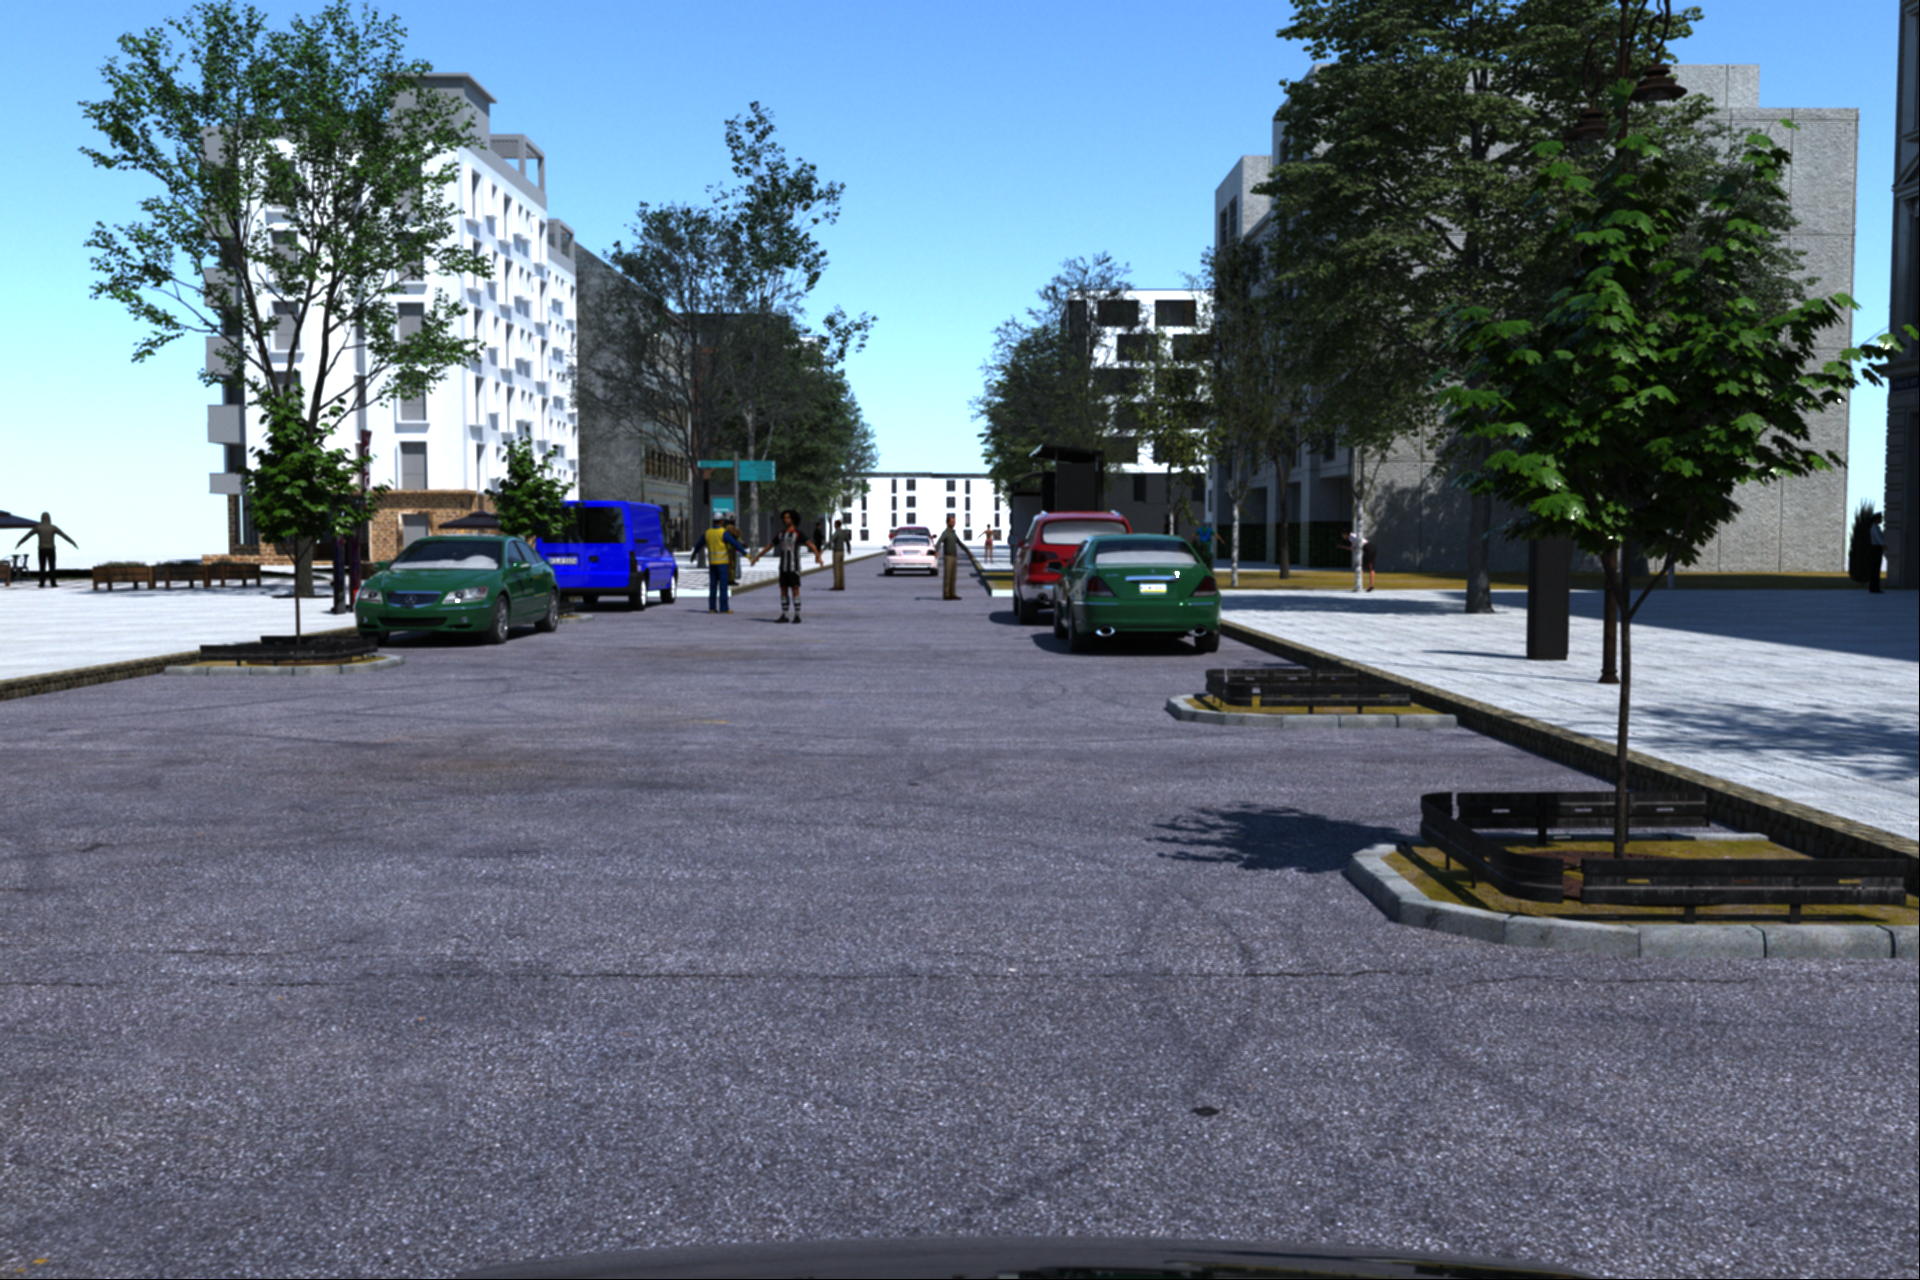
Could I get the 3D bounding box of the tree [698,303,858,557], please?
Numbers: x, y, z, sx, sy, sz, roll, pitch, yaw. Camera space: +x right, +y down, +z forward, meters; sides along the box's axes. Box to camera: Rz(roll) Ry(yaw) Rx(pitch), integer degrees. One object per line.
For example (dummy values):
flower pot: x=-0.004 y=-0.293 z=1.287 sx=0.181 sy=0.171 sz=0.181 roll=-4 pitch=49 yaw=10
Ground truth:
tree: x=-9.994 y=-11.545 z=95.421 sx=9.857 sy=13.997 sz=8.962 roll=0 pitch=3 yaw=0

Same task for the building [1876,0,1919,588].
building: x=27.372 y=-11.944 z=31.441 sx=11.583 sy=22.565 sz=21.152 roll=0 pitch=4 yaw=0

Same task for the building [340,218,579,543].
building: x=-28.599 y=-14.541 z=94.170 sx=16.016 sy=20.090 sz=11.380 roll=0 pitch=4 yaw=0

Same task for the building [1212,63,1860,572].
building: x=21.603 y=-12.691 z=73.955 sx=16.747 sy=18.905 sz=31.486 roll=0 pitch=4 yaw=0

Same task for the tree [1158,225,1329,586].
tree: x=6.498 y=-5.621 z=42.258 sx=4.360 sy=8.622 sz=3.978 roll=0 pitch=3 yaw=0

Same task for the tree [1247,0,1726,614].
tree: x=8.085 y=-6.683 z=27.402 sx=7.486 sy=12.596 sz=7.792 roll=0 pitch=3 yaw=0

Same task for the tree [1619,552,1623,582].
tree: x=17.675 y=-5.821 z=45.539 sx=4.737 sy=8.622 sz=4.395 roll=0 pitch=3 yaw=0

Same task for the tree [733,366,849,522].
tree: x=-10.833 y=-11.489 z=105.979 sx=7.486 sy=12.596 sz=7.792 roll=0 pitch=3 yaw=0

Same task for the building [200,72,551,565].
building: x=-25.137 y=-13.215 z=72.488 sx=16.016 sy=20.090 sz=11.380 roll=0 pitch=4 yaw=0

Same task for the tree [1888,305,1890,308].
tree: x=26.283 y=-5.797 z=45.137 sx=4.737 sy=8.622 sz=4.395 roll=0 pitch=3 yaw=0

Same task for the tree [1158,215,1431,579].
tree: x=9.441 y=-7.033 z=49.405 sx=8.767 sy=10.594 sz=7.601 roll=2 pitch=4 yaw=27

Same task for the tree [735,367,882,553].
tree: x=-10.288 y=-12.634 z=116.934 sx=12.009 sy=13.543 sz=11.850 roll=0 pitch=3 yaw=0

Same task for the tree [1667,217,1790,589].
tree: x=16.662 y=-5.523 z=40.668 sx=4.360 sy=8.622 sz=3.978 roll=0 pitch=3 yaw=0

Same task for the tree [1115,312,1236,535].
tree: x=7.368 y=-6.599 z=58.264 sx=4.737 sy=8.622 sz=4.395 roll=0 pitch=3 yaw=0

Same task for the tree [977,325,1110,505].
tree: x=4.504 y=-10.789 z=94.521 sx=7.486 sy=12.596 sz=7.792 roll=0 pitch=3 yaw=0

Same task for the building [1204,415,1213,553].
building: x=21.509 y=-10.096 z=107.218 sx=9.099 sy=9.664 sz=28.070 roll=0 pitch=4 yaw=0

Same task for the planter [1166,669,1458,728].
planter: x=2.679 y=0.450 z=13.778 sx=1.991 sy=0.319 sz=1.994 roll=0 pitch=4 yaw=0

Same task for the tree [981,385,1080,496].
tree: x=5.294 y=-11.682 z=116.749 sx=9.928 sy=11.665 sz=9.643 roll=0 pitch=3 yaw=0

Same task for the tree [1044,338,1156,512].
tree: x=4.919 y=-7.066 z=65.894 sx=4.360 sy=8.622 sz=3.978 roll=0 pitch=3 yaw=0

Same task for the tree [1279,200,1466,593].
tree: x=8.521 y=-5.347 z=37.781 sx=4.360 sy=8.622 sz=3.978 roll=0 pitch=3 yaw=0

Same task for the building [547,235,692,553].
building: x=-29.149 y=-17.556 z=117.977 sx=19.493 sy=23.208 sz=18.063 roll=0 pitch=4 yaw=1

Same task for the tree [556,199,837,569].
tree: x=-9.603 y=-9.374 z=63.642 sx=12.009 sy=13.543 sz=11.850 roll=0 pitch=3 yaw=0

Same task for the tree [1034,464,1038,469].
tree: x=5.532 y=-11.483 z=138.107 sx=4.737 sy=8.622 sz=4.395 roll=0 pitch=3 yaw=0

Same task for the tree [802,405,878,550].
tree: x=-10.235 y=-12.892 z=136.540 sx=9.928 sy=11.665 sz=9.643 roll=0 pitch=3 yaw=0

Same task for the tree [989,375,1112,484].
tree: x=5.621 y=-11.060 z=106.581 sx=9.928 sy=11.665 sz=9.643 roll=0 pitch=3 yaw=0

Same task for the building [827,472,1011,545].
building: x=-3.935 y=-17.794 z=235.529 sx=28.070 sy=9.664 sz=9.099 roll=0 pitch=4 yaw=-2

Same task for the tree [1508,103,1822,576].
tree: x=20.857 y=-8.954 z=53.056 sx=9.857 sy=13.997 sz=8.962 roll=0 pitch=3 yaw=0

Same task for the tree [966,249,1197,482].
tree: x=5.361 y=-10.076 z=75.105 sx=12.009 sy=13.543 sz=11.850 roll=0 pitch=3 yaw=0

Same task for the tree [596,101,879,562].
tree: x=-10.139 y=-13.622 z=78.615 sx=12.611 sy=20.169 sz=13.585 roll=0 pitch=3 yaw=0

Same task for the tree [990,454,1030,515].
tree: x=4.754 y=-11.860 z=144.269 sx=4.737 sy=8.622 sz=4.395 roll=0 pitch=3 yaw=0

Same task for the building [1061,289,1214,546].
building: x=23.087 y=-19.388 z=160.965 sx=27.936 sy=21.610 sz=32.646 roll=0 pitch=4 yaw=0

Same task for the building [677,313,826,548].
building: x=-28.623 y=-20.333 z=176.415 sx=27.936 sy=21.610 sz=32.646 roll=0 pitch=4 yaw=-1

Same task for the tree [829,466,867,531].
tree: x=-10.697 y=-11.962 z=145.948 sx=4.360 sy=8.622 sz=3.978 roll=0 pitch=3 yaw=0

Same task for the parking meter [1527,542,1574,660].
parking meter: x=6.016 y=-0.730 z=17.646 sx=0.399 sy=1.863 sz=0.255 roll=0 pitch=4 yaw=0
